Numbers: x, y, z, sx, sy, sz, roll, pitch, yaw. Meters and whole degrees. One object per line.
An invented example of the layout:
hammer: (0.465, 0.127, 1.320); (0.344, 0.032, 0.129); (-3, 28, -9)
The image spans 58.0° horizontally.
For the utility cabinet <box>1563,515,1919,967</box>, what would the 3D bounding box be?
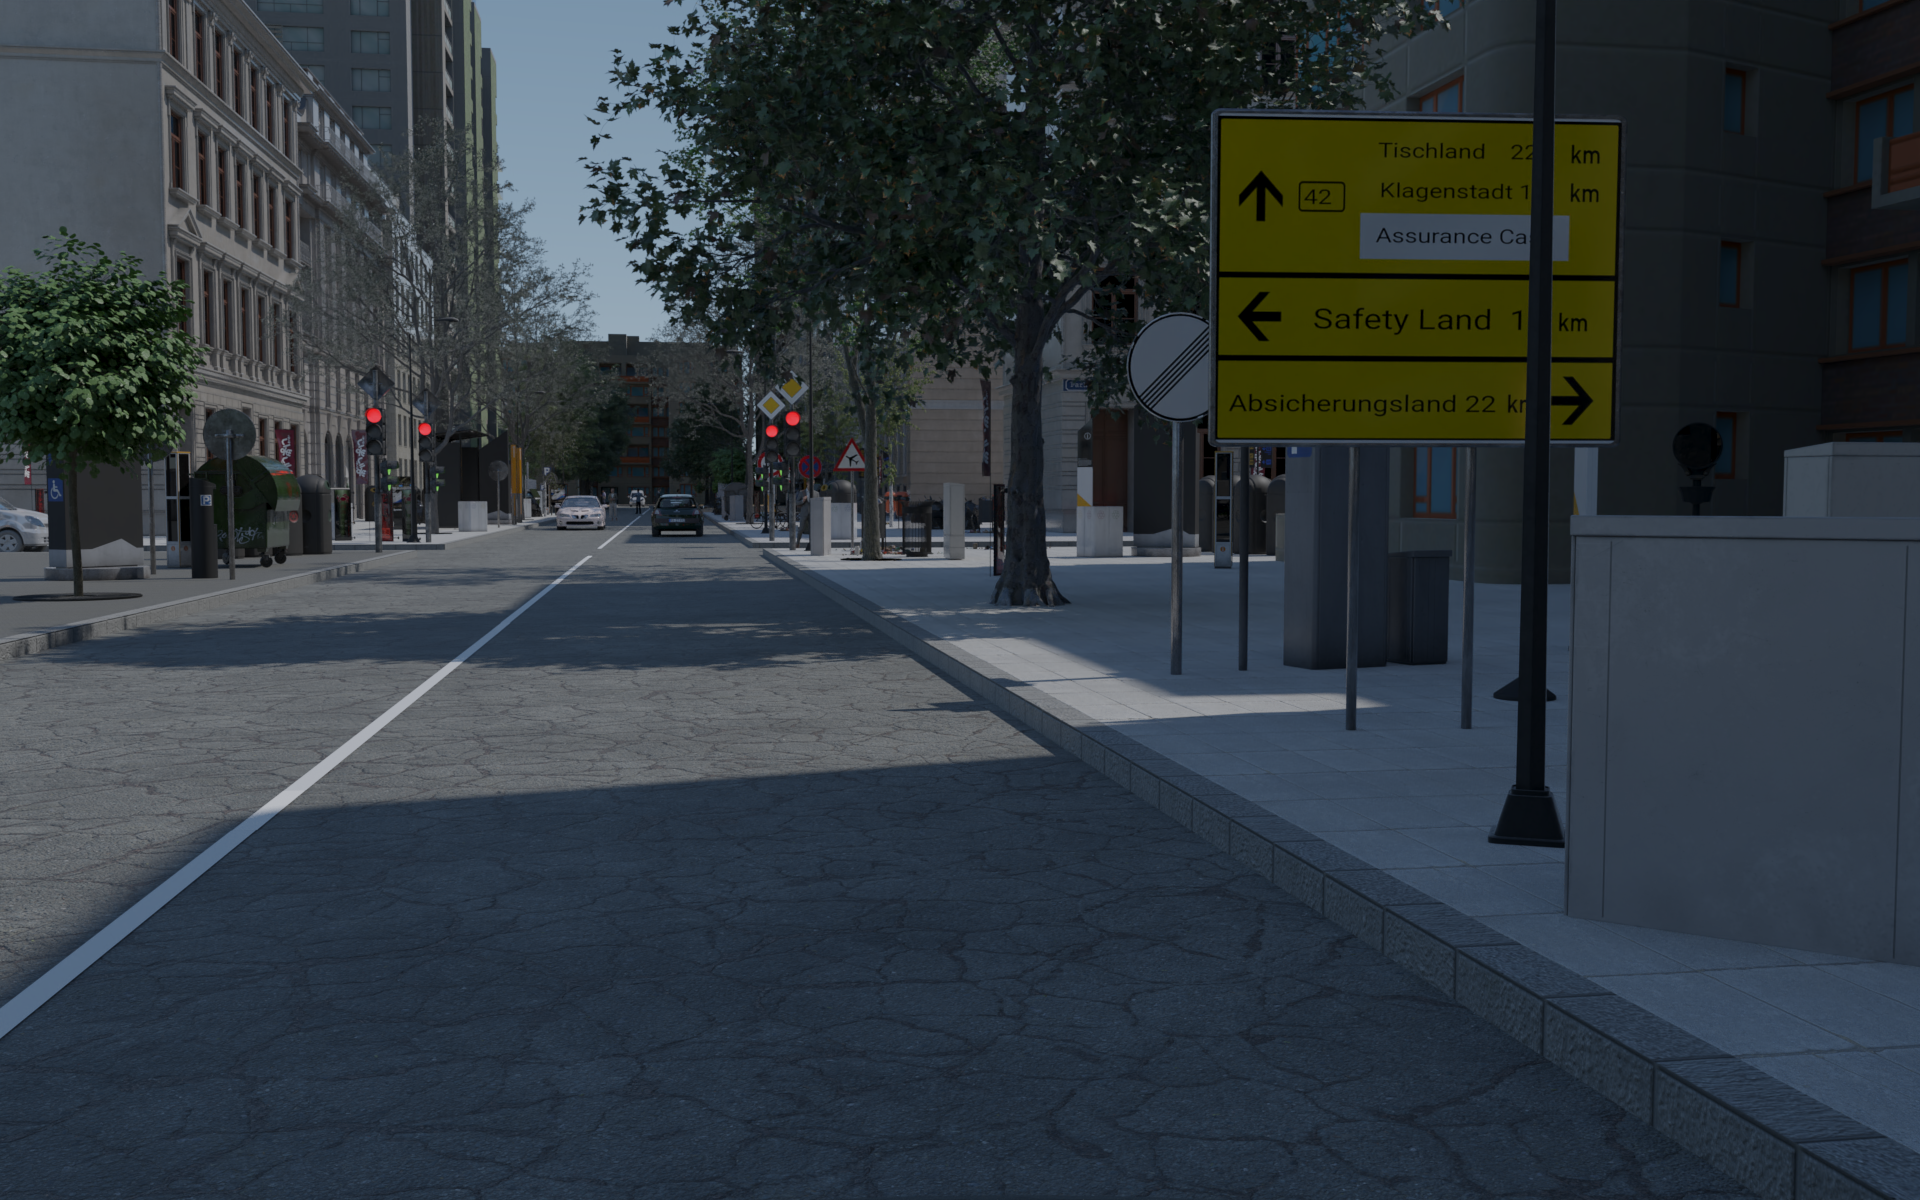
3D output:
utility cabinet: (2.327, 0.374, 5.045); (1.020, 1.237, 0.306); (3, 4, 36)

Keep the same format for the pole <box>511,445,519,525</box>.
pole: (-18.521, -4.773, 71.889); (0.158, 3.312, 0.155); (0, 3, 0)

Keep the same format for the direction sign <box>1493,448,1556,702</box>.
direction sign: (3.543, -1.148, 10.763); (0.876, 3.537, 0.379); (-1, 4, -11)

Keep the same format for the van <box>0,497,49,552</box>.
van: (-23.360, -2.050, 40.537); (4.112, 2.044, 2.013); (0, 4, -8)

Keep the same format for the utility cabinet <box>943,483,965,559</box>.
utility cabinet: (-0.108, -1.558, 34.152); (0.318, 1.500, 1.173); (0, 4, -6)

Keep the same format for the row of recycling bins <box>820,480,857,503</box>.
row of recycling bins: (-3.600, -2.728, 51.715); (1.069, 1.692, 3.534); (-1, 4, -8)

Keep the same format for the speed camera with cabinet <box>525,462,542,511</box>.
speed camera with cabinet: (-26.404, -6.905, 107.231); (0.660, 3.252, 2.038); (-2, 4, -28)

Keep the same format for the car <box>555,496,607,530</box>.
car: (-15.345, -3.539, 70.230); (2.083, 1.381, 4.827); (-1, 4, -10)

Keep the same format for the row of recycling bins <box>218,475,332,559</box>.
row of recycling bins: (-14.300, -1.744, 35.625); (1.069, 1.692, 3.534); (1, 4, 17)

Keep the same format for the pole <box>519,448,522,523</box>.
pole: (-19.509, -5.065, 76.663); (0.158, 3.312, 0.155); (0, 3, 0)

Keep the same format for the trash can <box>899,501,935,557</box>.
trash can: (-0.880, -1.452, 35.398); (0.748, 1.137, 0.748); (0, 3, 0)

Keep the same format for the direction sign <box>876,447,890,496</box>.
direction sign: (-3.816, -5.628, 84.016); (0.876, 3.537, 0.379); (1, 4, 11)

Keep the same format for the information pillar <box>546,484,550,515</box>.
information pillar: (-25.533, -6.270, 107.003); (0.304, 2.012, 0.304); (-1, 4, -17)

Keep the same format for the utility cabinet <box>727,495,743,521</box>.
utility cabinet: (-10.626, -4.353, 82.330); (0.306, 1.237, 1.020); (1, 4, 15)

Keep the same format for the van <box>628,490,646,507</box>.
van: (-36.196, -11.449, 194.206); (2.013, 2.044, 4.112); (-1, 4, -10)

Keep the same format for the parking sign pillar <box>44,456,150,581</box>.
parking sign pillar: (-13.086, -2.305, 26.165); (1.447, 3.967, 1.447); (2, 4, 28)

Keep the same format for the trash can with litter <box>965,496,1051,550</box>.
trash can with litter: (1.011, -1.789, 40.302); (2.233, 1.210, 1.678); (0, 4, 2)

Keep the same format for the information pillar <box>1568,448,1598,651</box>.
information pillar: (5.058, -1.383, 13.966); (0.183, 3.616, 0.504); (0, 4, 8)

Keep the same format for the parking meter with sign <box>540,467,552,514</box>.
parking meter with sign: (-26.772, -7.047, 111.476); (0.543, 3.016, 1.738); (0, 4, 2)

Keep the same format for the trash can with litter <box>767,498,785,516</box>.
trash can with litter: (-10.832, -5.507, 101.428); (1.055, 1.170, 0.624); (-3, 5, -44)

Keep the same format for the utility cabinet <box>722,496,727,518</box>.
utility cabinet: (-12.068, -4.878, 90.913); (1.020, 1.237, 0.306); (3, 4, 38)

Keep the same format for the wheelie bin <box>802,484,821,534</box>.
wheelie bin: (-4.649, -2.886, 55.096); (0.693, 1.594, 0.980); (-3, 5, -41)

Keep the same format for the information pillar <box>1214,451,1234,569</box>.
information pillar: (4.545, -1.550, 29.828); (0.304, 2.012, 0.304); (1, 4, 13)

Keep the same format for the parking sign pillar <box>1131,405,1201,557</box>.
parking sign pillar: (4.264, -2.892, 35.756); (1.447, 3.967, 1.447); (1, 4, 19)

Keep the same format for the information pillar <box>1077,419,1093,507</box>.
information pillar: (3.875, -3.799, 53.464); (0.504, 3.616, 0.183); (1, 4, 22)

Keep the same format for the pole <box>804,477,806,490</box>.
pole: (-10.751, -7.735, 120.307); (0.158, 3.312, 0.155); (0, 3, 0)

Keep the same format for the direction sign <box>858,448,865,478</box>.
direction sign: (-4.617, -5.694, 85.088); (0.876, 3.537, 0.379); (-3, 4, -37)

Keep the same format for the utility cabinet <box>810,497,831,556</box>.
utility cabinet: (-2.930, -1.541, 36.362); (0.306, 1.237, 1.020); (0, 4, 4)

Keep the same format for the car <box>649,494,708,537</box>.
car: (-9.668, -3.034, 59.384); (2.009, 1.686, 4.222); (0, 4, -8)

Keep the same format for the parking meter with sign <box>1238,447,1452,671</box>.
parking meter with sign: (2.819, -1.013, 12.822); (1.738, 3.016, 0.543); (-1, 4, -23)

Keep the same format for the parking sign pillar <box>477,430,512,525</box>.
parking sign pillar: (-19.649, -5.173, 73.046); (1.447, 3.967, 1.447); (0, 3, 0)

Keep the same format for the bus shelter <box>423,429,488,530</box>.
bus shelter: (-19.050, -4.549, 65.653); (1.731, 3.624, 6.357); (-1, 4, -10)

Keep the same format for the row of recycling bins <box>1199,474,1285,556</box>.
row of recycling bins: (6.184, -1.854, 37.420); (1.069, 1.692, 3.534); (-2, 4, -26)

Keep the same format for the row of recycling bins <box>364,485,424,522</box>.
row of recycling bins: (-26.169, -4.531, 81.202); (3.534, 1.692, 1.069); (0, 4, 2)

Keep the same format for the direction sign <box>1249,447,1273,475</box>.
direction sign: (8.860, -3.643, 51.562); (0.876, 3.537, 0.379); (2, 4, 24)

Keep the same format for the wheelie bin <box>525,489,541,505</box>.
wheelie bin: (-25.071, -5.730, 101.593); (0.693, 1.594, 0.980); (1, 4, 22)

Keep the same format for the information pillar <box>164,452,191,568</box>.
information pillar: (-13.617, -1.571, 30.174); (0.304, 2.012, 0.304); (1, 4, 20)

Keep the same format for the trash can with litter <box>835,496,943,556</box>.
trash can with litter: (-1.435, -1.574, 36.789); (2.233, 1.210, 1.678); (0, 4, -8)

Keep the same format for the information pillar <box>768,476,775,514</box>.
information pillar: (-7.259, -4.606, 66.661); (0.183, 3.616, 0.504); (-2, 4, -32)

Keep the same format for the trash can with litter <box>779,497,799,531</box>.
trash can with litter: (-5.695, -3.018, 60.408); (1.678, 1.210, 2.233); (1, 4, 10)

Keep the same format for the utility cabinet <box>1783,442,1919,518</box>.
utility cabinet: (4.228, 0.061, 7.677); (1.173, 1.500, 0.318); (-1, 4, -14)

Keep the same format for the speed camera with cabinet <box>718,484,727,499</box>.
speed camera with cabinet: (-14.584, -7.190, 111.890); (2.038, 3.252, 0.660); (1, 4, 19)

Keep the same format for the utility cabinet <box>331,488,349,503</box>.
utility cabinet: (-22.950, -3.346, 63.386); (1.173, 1.500, 0.318); (-2, 4, -24)
